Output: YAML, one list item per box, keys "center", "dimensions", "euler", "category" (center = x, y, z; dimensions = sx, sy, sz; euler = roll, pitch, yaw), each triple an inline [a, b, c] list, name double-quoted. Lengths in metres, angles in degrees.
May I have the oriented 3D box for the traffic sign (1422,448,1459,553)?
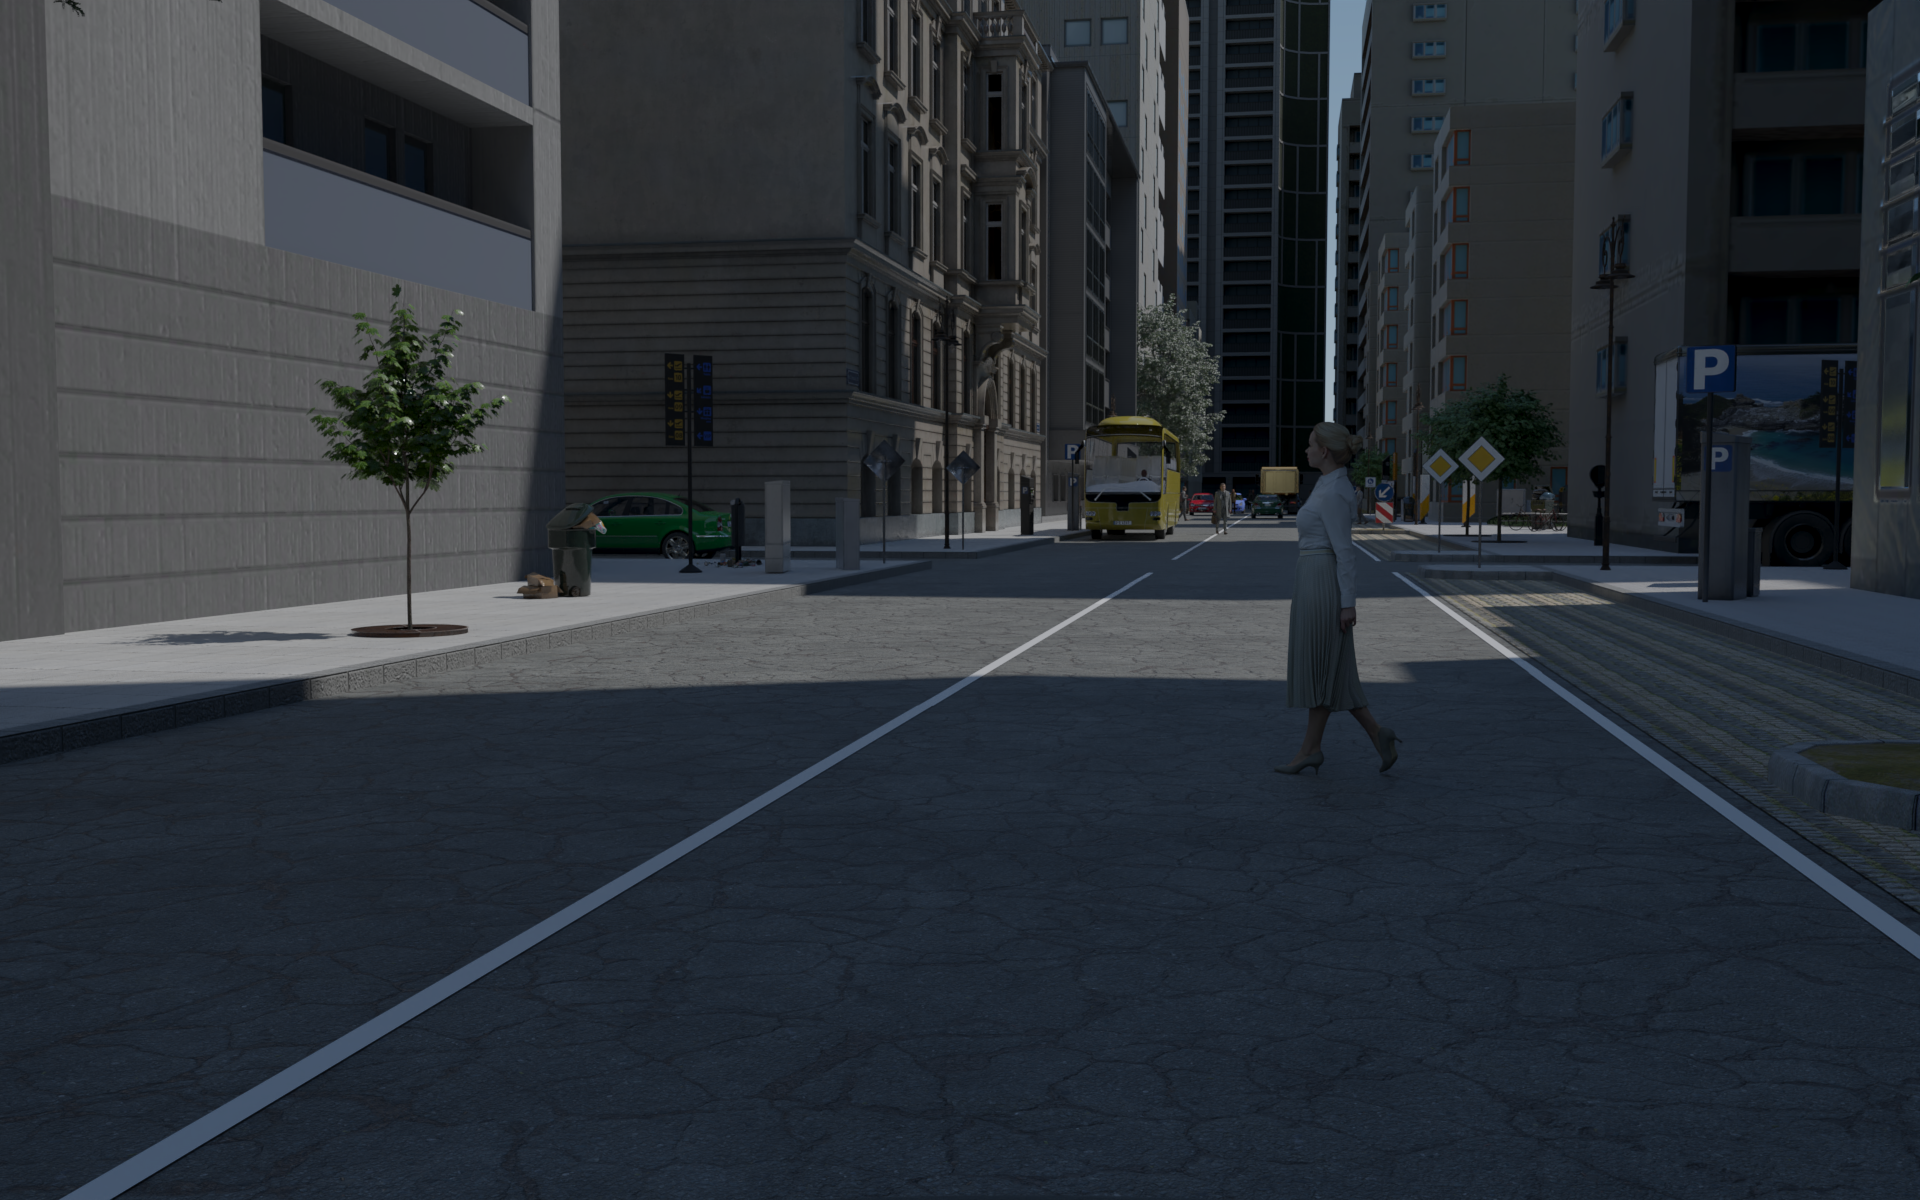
- center: [10.482, -2.092, 37.840]
  dimensions: [0.795, 2.450, 0.064]
  euler: [1, 4, 11]
  category: "traffic sign"

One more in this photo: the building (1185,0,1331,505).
- center: [32.972, -46.870, 204.581]
  dimensions: [20.611, 71.187, 20.563]
  euler: [1, 4, 11]
  category: "building"

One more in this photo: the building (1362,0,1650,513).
- center: [46.244, -32.279, 151.464]
  dimensions: [21.300, 48.544, 21.600]
  euler: [1, 4, 11]
  category: "building"

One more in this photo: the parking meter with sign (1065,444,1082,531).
- center: [4.036, -3.958, 60.981]
  dimensions: [0.543, 3.016, 1.738]
  euler: [1, 4, 9]
  category: "parking meter with sign"

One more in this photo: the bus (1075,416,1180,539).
- center: [5.904, -4.086, 58.350]
  dimensions: [2.896, 3.916, 12.252]
  euler: [1, 4, 9]
  category: "bus"

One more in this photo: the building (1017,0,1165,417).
- center: [1.110, -33.053, 129.648]
  dimensions: [28.713, 52.752, 27.495]
  euler: [1, 4, 11]
  category: "building"

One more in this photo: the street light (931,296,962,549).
- center: [-0.305, -4.140, 40.470]
  dimensions: [0.468, 5.910, 1.993]
  euler: [1, 4, 11]
  category: "street light"

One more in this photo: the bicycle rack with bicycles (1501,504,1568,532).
- center: [20.291, -2.865, 60.226]
  dimensions: [2.925, 0.926, 2.852]
  euler: [-1, 4, -18]
  category: "bicycle rack with bicycles"

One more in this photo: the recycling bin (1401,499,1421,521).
- center: [21.652, -4.315, 83.101]
  dimensions: [0.722, 1.027, 0.722]
  euler: [-1, 4, -19]
  category: "recycling bin"

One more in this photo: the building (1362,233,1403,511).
- center: [44.345, -17.218, 126.560]
  dimensions: [27.650, 21.520, 28.899]
  euler: [1, 4, 11]
  category: "building"

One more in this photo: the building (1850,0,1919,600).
- center: [20.260, -42.267, 3.731]
  dimensions: [22.319, 86.520, 31.000]
  euler: [1, 4, 11]
  category: "building"

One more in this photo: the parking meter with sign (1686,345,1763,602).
- center: [9.358, -1.520, 21.109]
  dimensions: [0.543, 3.016, 1.738]
  euler: [3, 4, 38]
  category: "parking meter with sign"

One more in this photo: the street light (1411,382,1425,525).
- center: [18.942, -6.052, 71.736]
  dimensions: [0.468, 5.910, 1.993]
  euler: [1, 4, 11]
  category: "street light"

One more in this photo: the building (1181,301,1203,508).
- center: [9.604, -20.313, 177.165]
  dimensions: [28.899, 21.520, 27.650]
  euler: [1, 4, 11]
  category: "building"

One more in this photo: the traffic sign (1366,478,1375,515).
- center: [24.962, -6.312, 105.334]
  dimensions: [0.606, 2.300, 0.079]
  euler: [1, 4, 18]
  category: "traffic sign"

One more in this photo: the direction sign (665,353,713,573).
- center: [-4.398, -2.213, 28.183]
  dimensions: [0.876, 3.537, 0.379]
  euler: [-3, 5, -40]
  category: "direction sign"

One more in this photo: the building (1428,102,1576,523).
- center: [38.079, -14.936, 89.240]
  dimensions: [27.650, 21.520, 28.899]
  euler: [1, 4, 11]
  category: "building"

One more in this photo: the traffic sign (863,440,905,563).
- center: [-1.399, -1.732, 31.956]
  dimensions: [0.795, 2.450, 0.064]
  euler: [1, 4, 11]
  category: "traffic sign"

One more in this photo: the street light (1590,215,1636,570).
- center: [10.886, -3.440, 29.029]
  dimensions: [0.468, 5.910, 1.993]
  euler: [1, 4, 11]
  category: "street light"

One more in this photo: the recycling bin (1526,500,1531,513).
- center: [25.183, -3.848, 75.476]
  dimensions: [0.722, 1.027, 0.722]
  euler: [-3, 5, -41]
  category: "recycling bin"

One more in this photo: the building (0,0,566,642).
- center: [-20.749, -29.450, 23.503]
  dimensions: [28.212, 58.520, 21.231]
  euler: [1, 4, 11]
  category: "building"

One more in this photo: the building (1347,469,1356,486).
- center: [49.042, -44.858, 171.682]
  dimensions: [20.563, 71.187, 20.611]
  euler: [1, 4, 11]
  category: "building"

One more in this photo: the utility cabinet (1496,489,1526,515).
- center: [23.968, -4.078, 75.350]
  dimensions: [1.173, 1.500, 0.318]
  euler: [3, 4, 39]
  category: "utility cabinet"

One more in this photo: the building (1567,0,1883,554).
- center: [27.758, -25.729, 44.370]
  dimensions: [21.600, 48.544, 21.300]
  euler: [1, 4, 11]
  category: "building"

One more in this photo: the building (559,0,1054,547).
- center: [-4.648, -14.667, 58.886]
  dimensions: [14.460, 24.649, 34.723]
  euler: [1, 4, 11]
  category: "building"

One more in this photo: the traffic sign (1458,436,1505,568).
- center: [9.011, -1.612, 29.991]
  dimensions: [0.795, 2.450, 0.064]
  euler: [1, 4, 11]
  category: "traffic sign"

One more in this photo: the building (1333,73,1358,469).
- center: [54.546, -35.334, 201.405]
  dimensions: [21.600, 48.544, 21.300]
  euler: [1, 4, 11]
  category: "building"

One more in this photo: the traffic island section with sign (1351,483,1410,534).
- center: [15.053, -3.270, 62.090]
  dimensions: [1.989, 1.847, 2.006]
  euler: [1, 4, 11]
  category: "traffic island section with sign"

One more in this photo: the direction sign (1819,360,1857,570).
- center: [14.922, -2.289, 29.415]
  dimensions: [0.876, 3.537, 0.379]
  euler: [-1, 4, -21]
  category: "direction sign"

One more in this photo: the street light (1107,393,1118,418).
- center: [7.021, -6.529, 79.533]
  dimensions: [0.468, 5.910, 1.993]
  euler: [1, 4, 11]
  category: "street light"

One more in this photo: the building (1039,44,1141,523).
- center: [1.118, -16.632, 90.996]
  dimensions: [14.314, 24.678, 30.058]
  euler: [1, 4, 11]
  category: "building"

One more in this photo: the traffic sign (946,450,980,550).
- center: [0.073, -2.212, 39.805]
  dimensions: [0.795, 2.450, 0.064]
  euler: [1, 4, 11]
  category: "traffic sign"

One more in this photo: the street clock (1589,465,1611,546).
- center: [15.837, -2.345, 42.905]
  dimensions: [0.471, 2.002, 0.358]
  euler: [1, 4, 11]
  category: "street clock"

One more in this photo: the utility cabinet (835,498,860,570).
- center: [-1.919, -1.132, 29.674]
  dimensions: [0.306, 1.237, 1.020]
  euler: [-1, 4, -11]
  category: "utility cabinet"

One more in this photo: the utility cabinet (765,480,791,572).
- center: [-3.001, -1.207, 28.421]
  dimensions: [0.318, 1.500, 1.173]
  euler: [0, 4, 0]
  category: "utility cabinet"

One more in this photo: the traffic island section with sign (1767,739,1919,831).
- center: [4.910, 0.042, 7.948]
  dimensions: [1.989, 1.847, 2.006]
  euler: [1, 4, 11]
  category: "traffic island section with sign"

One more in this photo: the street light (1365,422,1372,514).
- center: [26.040, -8.414, 110.364]
  dimensions: [0.468, 5.910, 1.993]
  euler: [1, 4, 11]
  category: "street light"

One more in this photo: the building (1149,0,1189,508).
- center: [12.190, -30.512, 148.975]
  dimensions: [14.600, 45.320, 14.200]
  euler: [1, 4, 11]
  category: "building"
